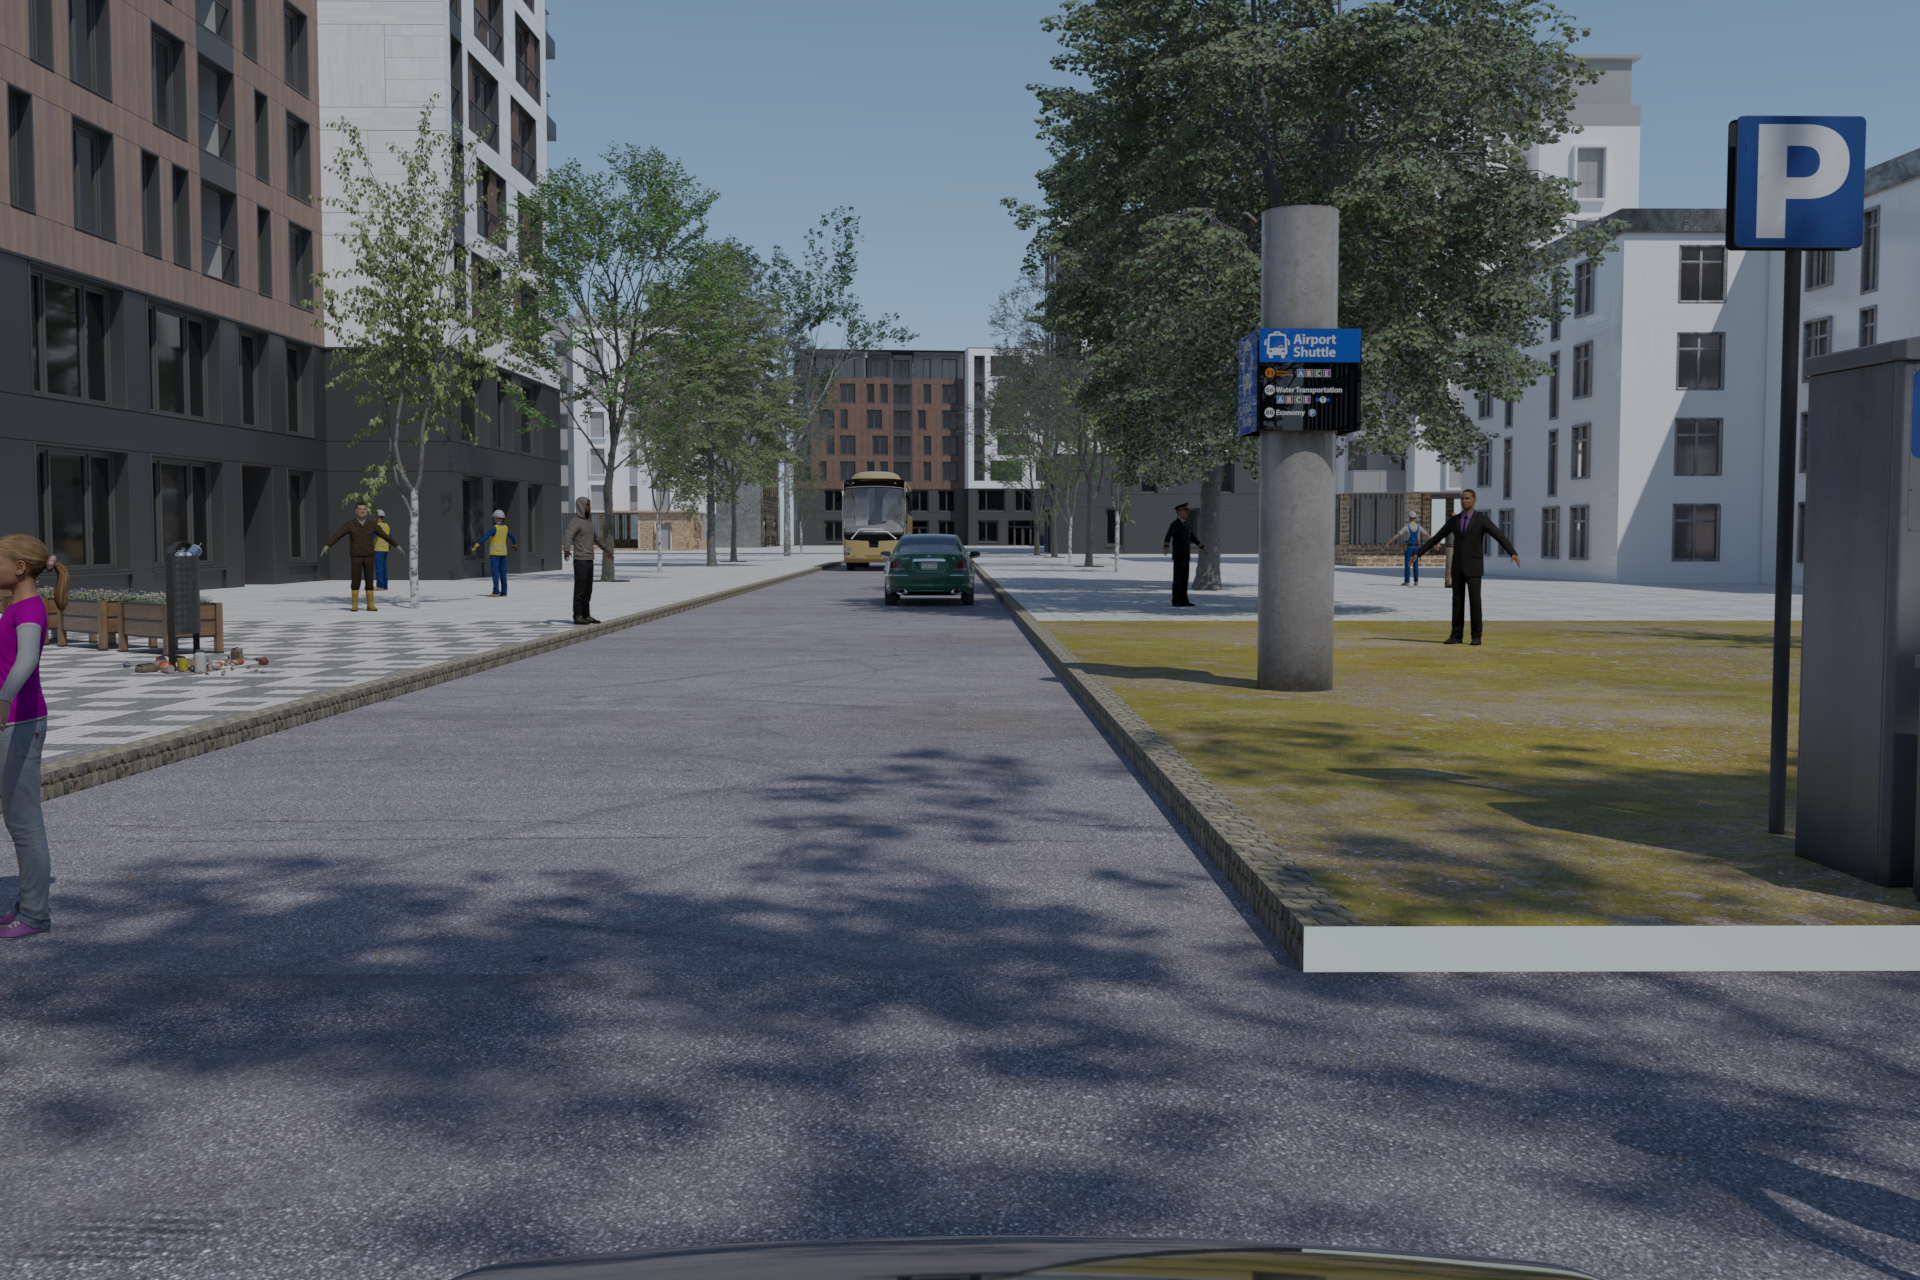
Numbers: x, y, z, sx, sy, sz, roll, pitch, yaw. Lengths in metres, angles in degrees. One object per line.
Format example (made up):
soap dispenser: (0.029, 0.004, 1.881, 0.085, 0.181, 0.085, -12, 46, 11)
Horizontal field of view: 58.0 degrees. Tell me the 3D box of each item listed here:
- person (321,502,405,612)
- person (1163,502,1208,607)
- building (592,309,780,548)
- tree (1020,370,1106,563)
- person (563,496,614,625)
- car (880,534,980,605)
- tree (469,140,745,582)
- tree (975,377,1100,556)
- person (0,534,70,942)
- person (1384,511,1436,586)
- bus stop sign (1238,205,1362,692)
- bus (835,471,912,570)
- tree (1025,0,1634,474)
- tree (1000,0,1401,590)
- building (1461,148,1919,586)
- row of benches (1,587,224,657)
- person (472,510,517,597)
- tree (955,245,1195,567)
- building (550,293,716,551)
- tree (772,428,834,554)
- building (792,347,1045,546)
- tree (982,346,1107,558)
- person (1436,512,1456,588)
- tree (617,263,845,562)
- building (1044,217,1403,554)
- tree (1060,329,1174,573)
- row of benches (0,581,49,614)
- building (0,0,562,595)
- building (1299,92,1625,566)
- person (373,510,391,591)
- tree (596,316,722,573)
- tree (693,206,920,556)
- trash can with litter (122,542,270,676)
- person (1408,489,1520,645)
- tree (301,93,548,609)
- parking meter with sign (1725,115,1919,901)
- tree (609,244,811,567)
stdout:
person: (-9.913, -1.382, 28.737, 1.346, 1.812, 0.704, -2, 4, -29)
person: (3.944, -1.512, 30.652, 0.705, 1.837, 1.347, 3, 5, 40)
building: (-28.026, -20.828, 171.468, 19.493, 23.208, 18.063, 0, 4, -1)
tree: (5.007, -7.785, 77.647, 4.360, 8.622, 3.978, 0, 3, 0)
person: (-5.326, -1.131, 24.613, 0.705, 1.813, 1.348, 1, 4, 16)
car: (-0.627, -1.498, 36.296, 2.131, 1.459, 4.920, 0, 4, -1)
tree: (-9.299, -7.359, 46.081, 9.928, 11.665, 9.643, 0, 3, 0)
tree: (4.686, -10.844, 103.052, 9.928, 11.665, 9.643, 0, 3, 0)
person: (-3.428, 0.338, 6.196, 0.599, 1.433, 0.991, -2, 4, -29)
person: (11.190, -2.269, 42.952, 1.347, 1.847, 0.705, 0, 4, -8)
bus stop sign: (2.776, -1.543, 14.250, 0.837, 3.901, 0.837, 0, 4, -1)
bus: (-3.342, -4.904, 71.723, 2.896, 3.916, 12.252, 0, 4, -1)
tree: (5.822, -7.411, 27.818, 9.857, 13.997, 8.962, 0, 3, 0)
tree: (5.687, -8.119, 39.405, 9.857, 13.997, 8.962, 0, 3, 0)
building: (21.558, -6.288, 44.955, 9.099, 9.664, 28.070, 0, 4, 0)
row of benches: (-9.576, -0.248, 19.519, 4.104, 0.672, 1.422, 3, 4, 39)
person: (-9.491, -1.771, 35.413, 0.721, 1.772, 1.216, 2, 4, 30)
tree: (5.122, -9.592, 67.192, 12.009, 13.543, 11.850, 0, 3, 0)
building: (-25.867, -17.084, 135.741, 16.016, 20.090, 11.380, 0, 4, 0)
tree: (-10.186, -9.823, 110.973, 4.360, 8.622, 3.978, 0, 3, 0)
building: (-2.867, -21.732, 201.742, 32.646, 21.610, 27.936, 0, 4, -7)
tree: (5.040, -10.270, 93.669, 9.928, 11.665, 9.643, 0, 3, 0)
person: (11.716, -2.133, 41.144, 1.348, 1.796, 0.705, -2, 4, -35)
tree: (-10.319, -10.307, 78.889, 12.009, 13.543, 11.850, 0, 3, 0)
building: (19.976, -17.297, 126.788, 27.936, 21.610, 32.646, 0, 4, 0)
tree: (5.455, -6.542, 57.322, 4.737, 8.622, 4.395, 0, 3, 0)
row of benches: (-14.048, -0.457, 22.927, 1.422, 0.672, 4.104, 1, 4, 22)
building: (-27.904, -12.289, 44.894, 27.936, 21.610, 32.646, 0, 4, -1)
building: (20.373, -13.711, 80.594, 16.016, 20.090, 11.380, 0, 4, -1)
person: (-13.197, -2.042, 39.350, 0.705, 1.833, 1.349, 0, 4, 6)
tree: (-9.923, -6.525, 57.049, 4.360, 8.622, 3.978, 0, 3, 0)
tree: (-8.580, -14.868, 98.987, 12.611, 20.169, 13.585, 0, 3, 0)
trash can with litter: (-7.223, -0.348, 16.748, 1.678, 1.210, 2.233, 0, 4, 1)
person: (5.869, -0.848, 20.083, 1.346, 1.802, 0.704, 3, 5, 40)
tree: (-9.358, -4.861, 29.833, 4.737, 8.622, 4.395, 0, 3, 0)
parking meter with sign: (3.521, -0.627, 6.510, 0.543, 3.016, 1.738, 0, 4, -1)
tree: (-9.706, -9.143, 67.620, 7.486, 12.596, 7.792, 0, 3, 0)
